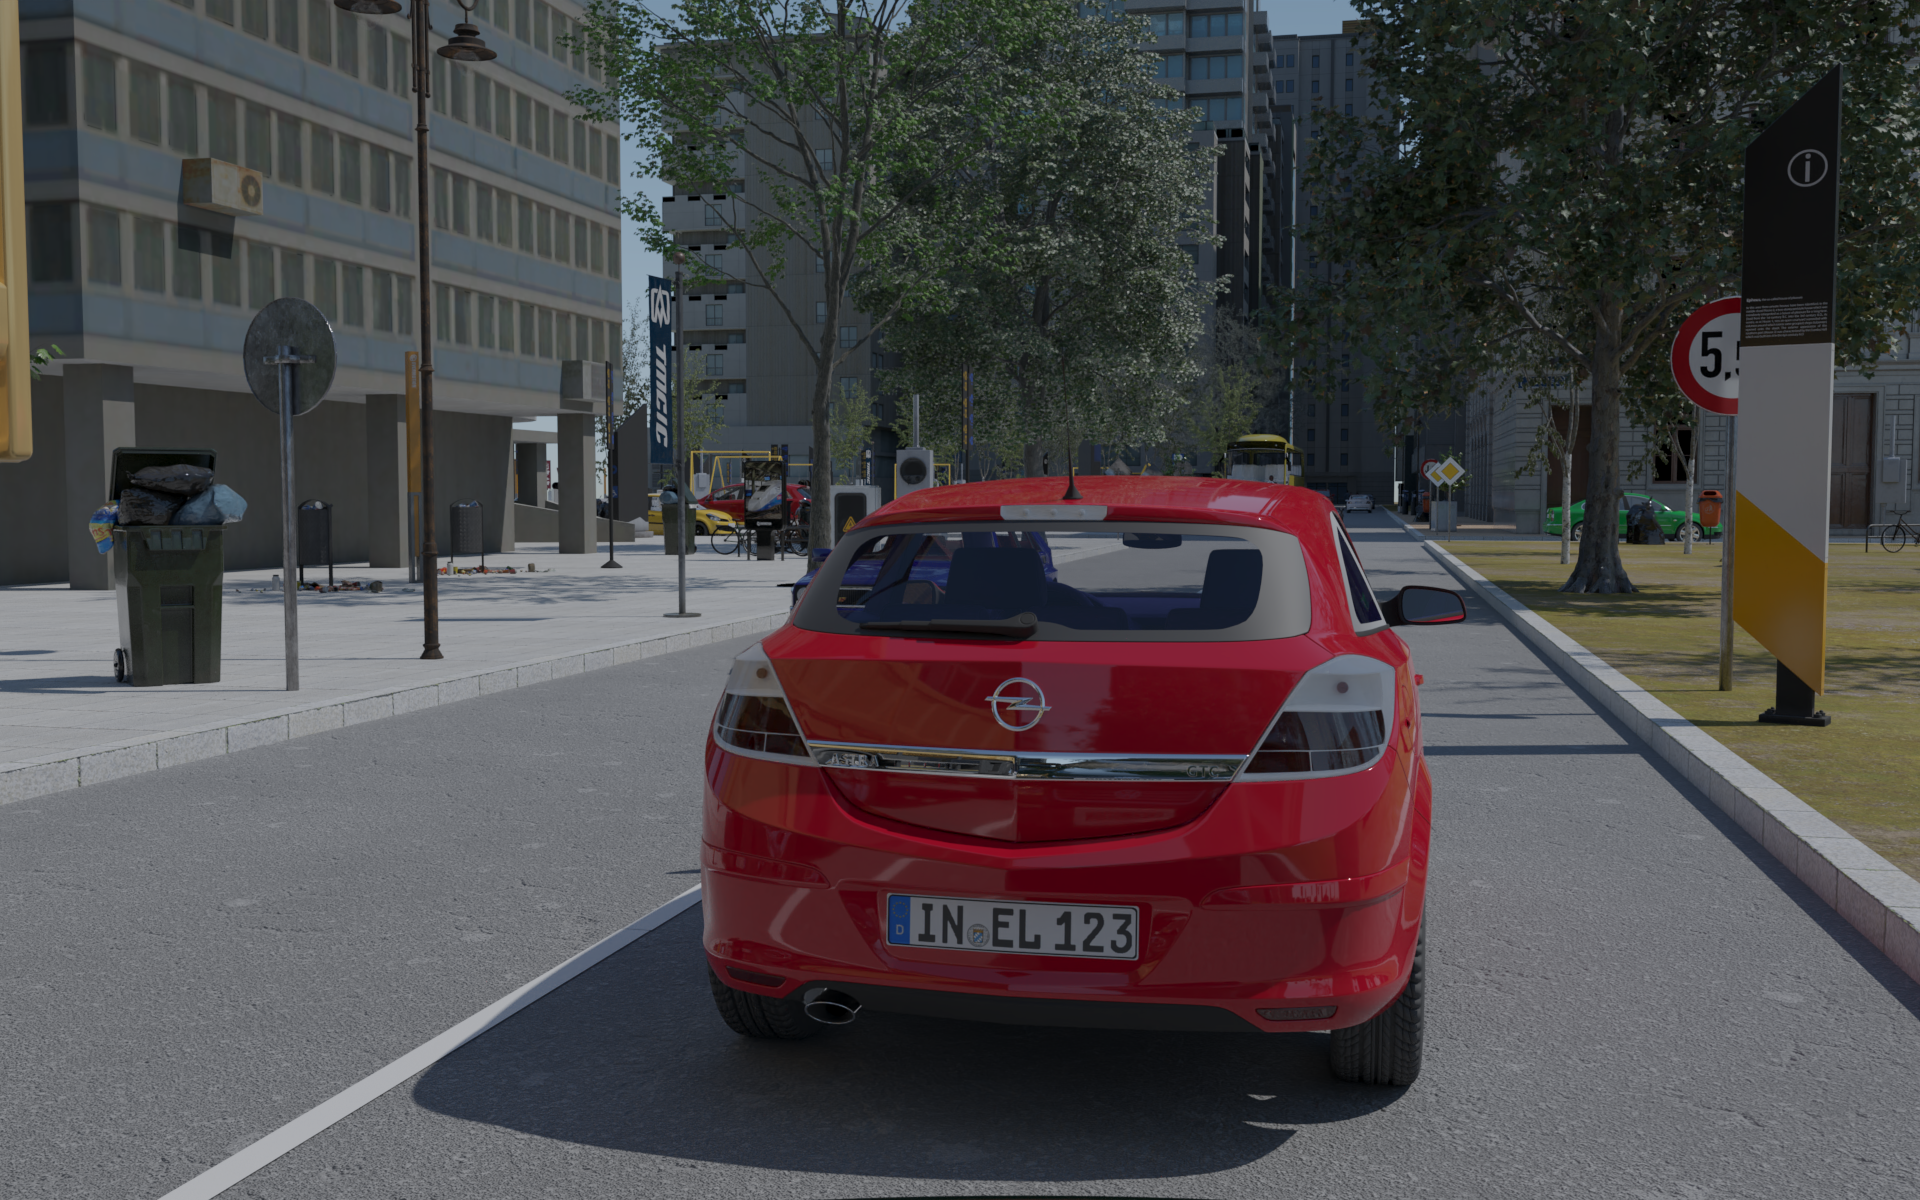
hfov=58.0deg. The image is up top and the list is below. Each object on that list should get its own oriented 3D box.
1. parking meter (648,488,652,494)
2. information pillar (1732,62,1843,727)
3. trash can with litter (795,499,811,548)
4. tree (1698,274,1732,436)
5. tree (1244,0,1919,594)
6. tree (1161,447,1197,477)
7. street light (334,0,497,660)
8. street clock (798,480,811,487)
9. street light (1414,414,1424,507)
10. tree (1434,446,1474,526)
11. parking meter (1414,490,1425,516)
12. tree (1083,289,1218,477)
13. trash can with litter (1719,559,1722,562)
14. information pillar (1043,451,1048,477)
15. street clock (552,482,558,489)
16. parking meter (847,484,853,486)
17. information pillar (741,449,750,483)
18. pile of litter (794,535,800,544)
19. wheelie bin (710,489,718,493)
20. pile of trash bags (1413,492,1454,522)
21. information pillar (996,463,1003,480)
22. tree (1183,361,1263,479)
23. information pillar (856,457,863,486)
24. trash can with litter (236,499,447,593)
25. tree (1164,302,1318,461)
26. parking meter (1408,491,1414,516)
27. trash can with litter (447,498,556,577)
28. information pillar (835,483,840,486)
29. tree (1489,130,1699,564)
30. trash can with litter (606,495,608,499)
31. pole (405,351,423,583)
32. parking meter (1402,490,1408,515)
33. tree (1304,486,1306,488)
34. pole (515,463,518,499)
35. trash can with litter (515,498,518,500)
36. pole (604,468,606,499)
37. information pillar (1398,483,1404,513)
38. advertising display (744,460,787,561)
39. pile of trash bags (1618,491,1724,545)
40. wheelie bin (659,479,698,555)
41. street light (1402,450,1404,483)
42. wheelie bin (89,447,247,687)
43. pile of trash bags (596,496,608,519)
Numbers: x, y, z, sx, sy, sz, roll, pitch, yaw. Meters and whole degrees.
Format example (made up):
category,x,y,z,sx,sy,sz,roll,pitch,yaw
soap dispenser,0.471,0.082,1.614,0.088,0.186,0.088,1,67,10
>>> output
category,x,y,z,sx,sy,sz,roll,pitch,yaw
parking meter,-12.242,-3.639,67.914,0.372,1.533,0.369,0,3,0
information pillar,4.611,-1.119,9.644,0.504,3.616,0.183,3,4,36
trash can with litter,-3.330,-1.810,40.983,1.055,1.170,0.624,-1,4,-18
tree,15.440,-5.300,37.015,4.360,8.622,3.978,0,3,0
tree,8.524,-6.445,22.382,9.611,12.733,9.660,0,3,0
tree,8.978,-4.686,71.225,1.663,3.219,1.824,0,3,0
street light,-4.116,-2.479,13.318,0.468,5.910,1.993,1,4,13
street clock,-7.908,-5.059,87.284,0.471,2.002,0.358,1,4,11
street light,23.470,-7.091,88.725,0.468,5.910,1.993,1,4,13
tree,19.671,-4.563,69.201,1.663,3.219,1.824,0,3,0
parking meter,25.793,-5.407,96.812,0.372,1.533,0.369,0,3,0
tree,6.916,-6.813,61.760,4.360,8.622,3.978,0,3,0
trash can with litter,14.048,-1.182,30.710,1.055,1.170,0.624,3,5,40
information pillar,4.624,-6.343,95.056,0.504,3.616,0.183,-3,4,-38
street clock,-24.400,-6.121,104.645,0.471,2.002,0.358,-2,4,-26
parking meter,-6.255,-5.657,98.200,0.399,1.863,0.255,-1,4,-14
information pillar,-11.221,-6.069,90.577,0.504,3.616,0.183,-3,5,-40
pile of litter,-3.911,-1.893,44.916,1.176,0.858,1.719,1,4,16
wheelie bin,-14.260,-5.683,100.818,0.980,1.594,0.693,0,4,8
pile of trash bags,21.703,-4.264,79.475,1.912,1.369,3.447,2,4,24
information pillar,2.917,-8.340,127.714,0.504,3.616,0.183,1,4,23
tree,14.523,-8.854,95.128,4.737,8.622,4.395,0,3,0
information pillar,-5.718,-6.558,98.570,0.504,3.616,0.183,3,5,40
trash can with litter,-8.277,-0.722,22.860,2.233,1.210,1.678,1,4,22
tree,17.510,-12.264,110.890,12.009,13.543,11.850,0,3,0
parking meter,27.108,-5.809,103.385,0.372,1.533,0.369,0,3,0
trash can with litter,-7.551,-1.037,28.005,2.233,1.210,1.678,-2,4,-33
information pillar,-8.374,-6.981,118.628,0.304,2.012,0.304,0,4,4
tree,10.889,-4.970,31.625,4.360,8.622,3.978,0,3,0
trash can with litter,-28.439,-7.928,140.677,2.233,1.210,1.678,3,5,43
pole,-7.841,-1.897,24.867,0.158,3.312,0.155,0,3,0
parking meter,27.677,-6.067,107.609,0.372,1.533,0.369,0,3,0
tree,40.075,-12.882,205.226,1.663,3.219,1.824,0,3,0
pole,-25.663,-6.510,100.276,0.158,3.312,0.155,0,3,0
trash can with litter,-16.612,-3.209,63.851,1.055,1.170,0.624,-2,4,-30
pole,-27.585,-8.607,134.573,0.158,3.312,0.155,0,3,0
information pillar,29.459,-6.801,115.681,0.304,2.012,0.304,-1,4,-14
advertising display,-3.756,-1.725,33.413,0.974,1.923,0.123,2,4,33
pile of trash bags,17.714,-2.121,44.433,3.447,1.369,1.912,2,4,28
wheelie bin,-5.956,-1.755,36.604,0.693,1.594,0.980,1,4,10
street light,32.185,-9.364,125.887,0.468,5.910,1.993,1,4,13
wheelie bin,-5.355,-0.238,11.792,0.980,1.594,0.693,-2,4,-34
pile of trash bags,-17.652,-4.664,86.013,3.447,1.369,1.912,-2,4,-26
